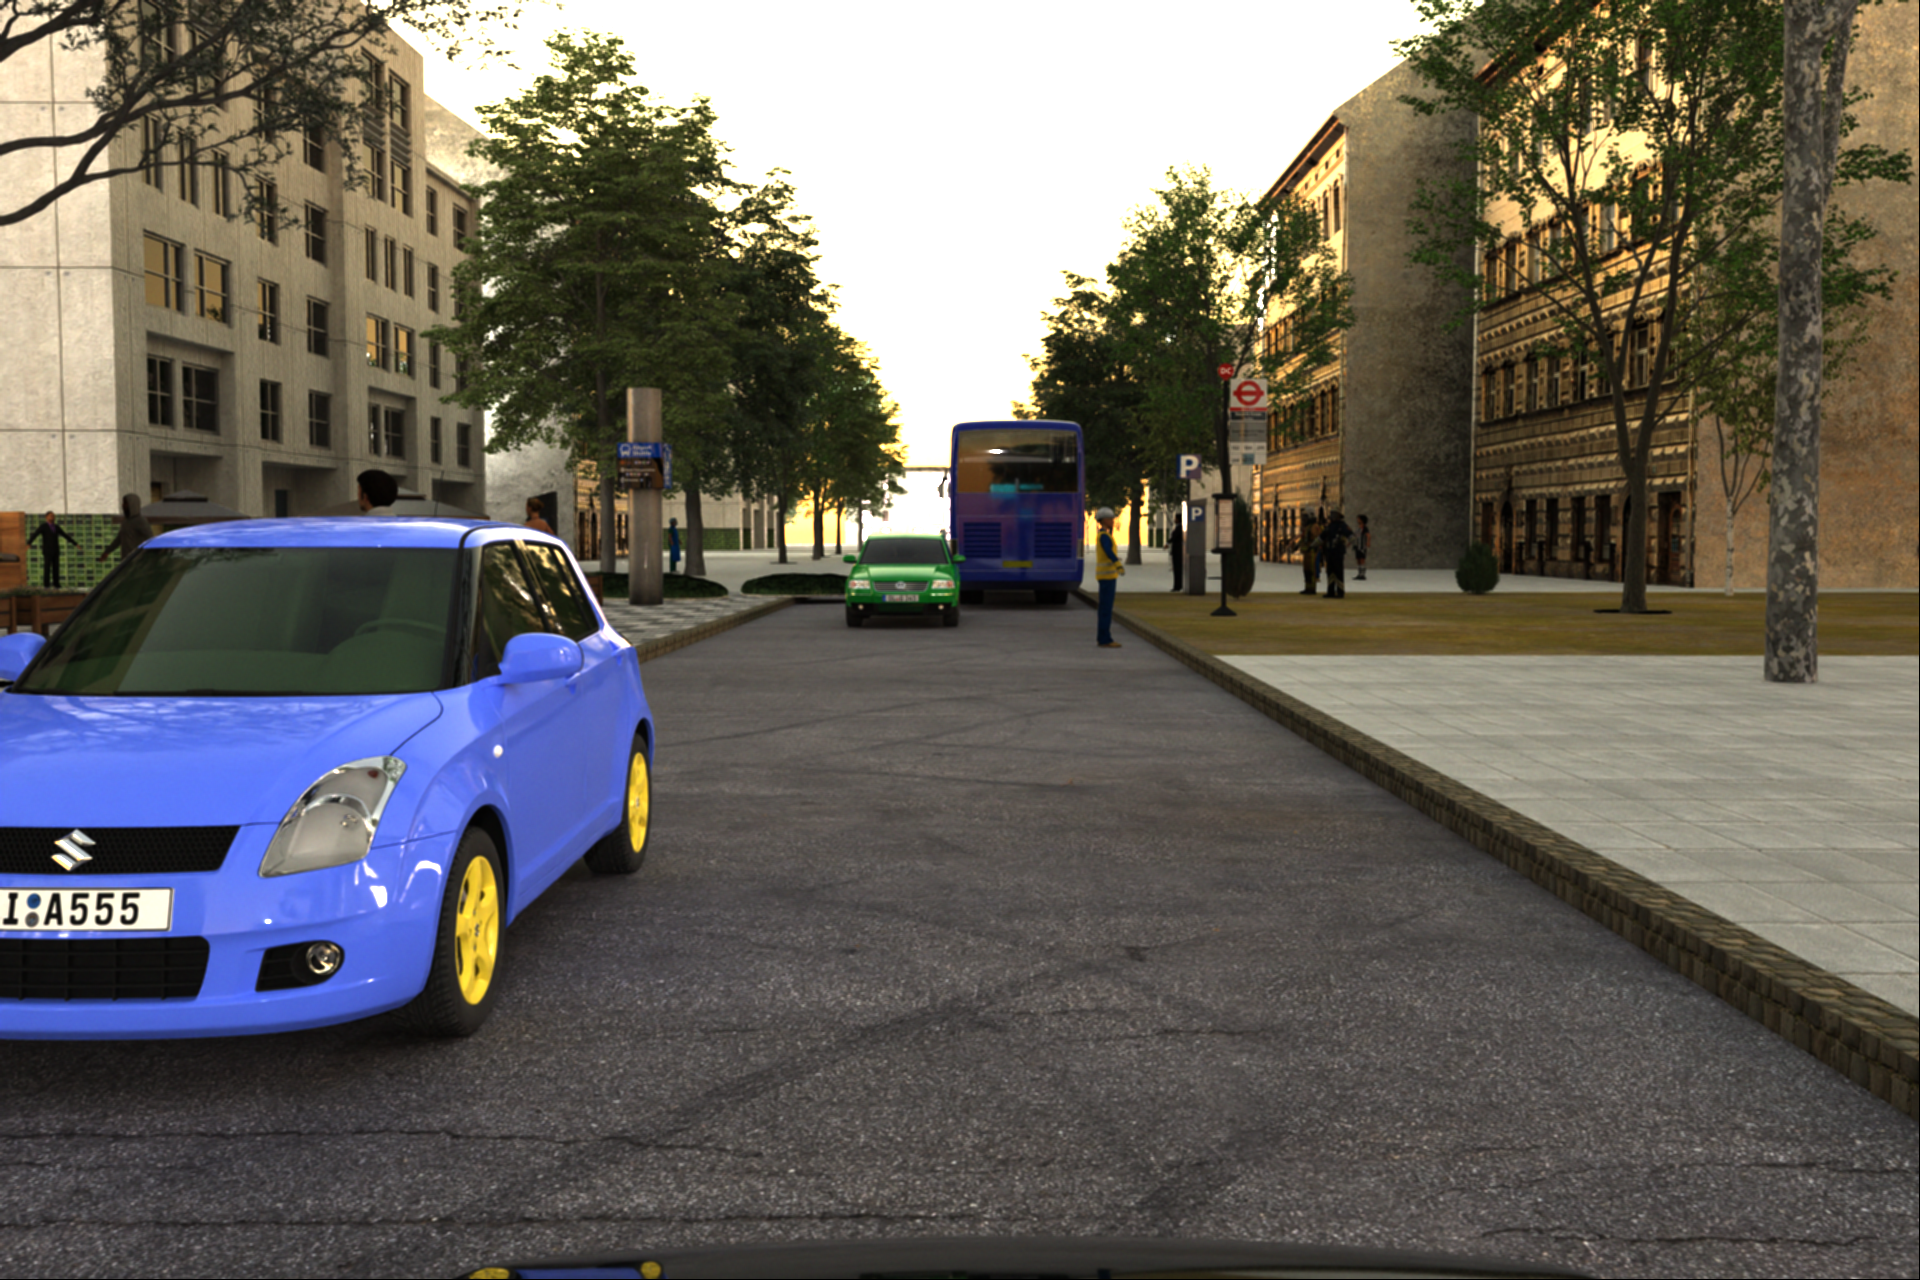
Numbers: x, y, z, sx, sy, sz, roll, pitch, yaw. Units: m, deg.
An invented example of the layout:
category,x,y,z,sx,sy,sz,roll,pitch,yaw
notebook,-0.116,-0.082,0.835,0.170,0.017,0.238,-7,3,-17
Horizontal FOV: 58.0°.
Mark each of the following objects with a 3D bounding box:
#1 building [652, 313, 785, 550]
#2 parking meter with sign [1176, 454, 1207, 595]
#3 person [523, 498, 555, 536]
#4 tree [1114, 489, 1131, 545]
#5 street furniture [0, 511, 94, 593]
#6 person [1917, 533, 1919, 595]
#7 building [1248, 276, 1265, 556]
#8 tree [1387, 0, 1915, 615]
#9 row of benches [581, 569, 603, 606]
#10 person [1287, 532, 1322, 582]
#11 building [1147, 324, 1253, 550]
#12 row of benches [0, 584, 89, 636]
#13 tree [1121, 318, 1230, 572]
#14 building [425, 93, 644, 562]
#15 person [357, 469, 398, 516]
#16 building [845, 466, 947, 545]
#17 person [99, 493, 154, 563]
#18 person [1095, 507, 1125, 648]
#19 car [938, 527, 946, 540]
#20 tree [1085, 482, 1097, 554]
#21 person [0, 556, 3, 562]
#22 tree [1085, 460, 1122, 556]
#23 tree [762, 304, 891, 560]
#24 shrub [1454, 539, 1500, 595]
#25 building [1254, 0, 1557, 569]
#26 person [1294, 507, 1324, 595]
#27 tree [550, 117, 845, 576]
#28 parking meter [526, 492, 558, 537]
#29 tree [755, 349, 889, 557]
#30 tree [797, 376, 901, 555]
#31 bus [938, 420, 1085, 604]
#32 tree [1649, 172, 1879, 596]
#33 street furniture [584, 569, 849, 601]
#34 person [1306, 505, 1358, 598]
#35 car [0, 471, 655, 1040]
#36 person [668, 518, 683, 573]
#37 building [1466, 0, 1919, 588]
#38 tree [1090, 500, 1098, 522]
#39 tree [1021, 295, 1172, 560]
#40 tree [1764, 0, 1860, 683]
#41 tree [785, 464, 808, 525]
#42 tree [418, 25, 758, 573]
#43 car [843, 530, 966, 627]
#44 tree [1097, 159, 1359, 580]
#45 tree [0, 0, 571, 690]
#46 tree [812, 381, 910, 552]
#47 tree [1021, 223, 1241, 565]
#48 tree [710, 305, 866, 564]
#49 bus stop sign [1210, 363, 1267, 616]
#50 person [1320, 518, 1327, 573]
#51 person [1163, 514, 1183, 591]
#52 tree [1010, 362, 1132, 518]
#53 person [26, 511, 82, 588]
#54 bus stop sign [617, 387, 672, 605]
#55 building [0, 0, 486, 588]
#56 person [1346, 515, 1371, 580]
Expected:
category,x,y,z,sx,sy,sz,roll,pitch,yaw
building,-25.652,-17.523,152.961,16.747,18.905,31.486,0,4,1
parking meter with sign,4.974,-2.487,36.924,0.543,3.016,1.738,0,3,0
person,-5.413,-0.915,21.763,0.721,1.733,1.217,2,4,29
tree,19.284,-15.991,211.821,4.737,8.622,4.395,0,3,0
street furniture,-21.306,-1.549,32.181,9.812,1.723,11.010,3,5,44
person,20.199,-1.640,36.083,0.599,1.433,0.991,0,4,4
building,26.760,-16.163,95.186,19.493,23.208,18.063,0,4,1
tree,10.815,-6.231,27.639,9.928,11.665,9.643,0,3,0
row of benches,-7.457,-0.854,29.433,1.422,0.672,4.104,2,4,25
person,9.458,-2.478,46.378,1.347,1.847,0.705,0,4,4
building,26.591,-17.592,154.081,16.747,18.905,31.486,0,4,1
row of benches,-11.494,-0.268,19.839,1.422,0.672,4.104,0,4,6
tree,7.368,-6.664,59.322,4.737,8.622,4.395,0,3,0
building,-26.920,-15.762,88.645,19.493,23.208,18.063,0,4,1
person,-3.431,-0.093,10.162,0.705,1.806,1.347,2,4,24
building,0.215,-16.514,214.606,28.070,9.664,9.099,0,4,5
person,-10.885,-1.017,22.758,1.348,1.813,0.705,3,4,38
person,1.938,-0.801,22.011,0.721,1.772,1.216,0,4,-3
car,-0.462,-5.601,100.247,2.281,1.827,5.304,0,4,0
tree,8.258,-9.869,111.726,4.737,8.622,4.395,0,3,0
person,-13.373,-1.046,23.078,0.705,1.833,1.349,1,4,15
tree,8.295,-9.352,103.265,4.360,8.622,3.978,0,3,0
tree,-6.890,-10.274,86.100,7.486,12.596,7.792,0,3,0
shrub,10.959,-1.563,36.677,1.383,1.207,1.383,0,3,0
building,23.159,-14.684,71.012,19.493,23.208,18.063,0,4,1
person,7.409,-1.898,36.793,0.705,1.858,1.354,0,4,-7
tree,-8.220,-8.948,52.961,9.857,13.997,8.962,0,3,0
parking meter,-5.771,-1.114,23.926,0.399,1.863,0.255,0,4,0
tree,-7.802,-10.398,95.762,9.928,11.665,9.643,0,3,0
tree,-7.447,-11.158,108.188,9.928,11.665,9.643,0,3,0
bus,0.978,-2.856,38.236,2.896,3.916,12.251,0,4,-1
tree,15.992,-5.203,35.428,4.737,8.622,4.395,0,3,0
street furniture,-7.340,-1.296,36.810,10.072,0.657,5.734,1,4,21
person,7.504,-1.768,34.691,0.705,1.856,1.354,-2,4,-34
car,-2.196,0.216,6.064,1.945,1.707,3.694,0,4,0
person,-9.339,-3.091,56.660,0.704,1.817,1.347,0,4,4
building,26.654,-13.365,49.447,19.493,23.208,18.063,0,4,0
tree,17.983,-16.265,216.302,4.737,8.622,4.395,0,3,0
tree,7.675,-10.810,87.118,12.009,13.543,11.850,0,3,0
tree,7.858,-9.618,13.147,12.611,20.169,13.585,0,3,0
tree,-23.067,-18.628,211.220,9.857,13.997,8.962,0,3,0
tree,-8.412,-7.441,39.789,7.486,12.596,7.792,0,3,0
car,-0.887,-1.187,28.207,1.959,1.807,4.718,0,3,0
tree,7.486,-7.538,49.004,9.928,11.665,9.643,0,3,0
tree,-8.565,-6.329,13.851,12.009,13.543,11.850,0,3,0
tree,-7.197,-12.539,123.144,7.486,12.596,7.792,0,3,0
tree,7.324,-10.150,72.606,9.857,13.997,8.962,0,3,0
tree,-7.749,-9.134,75.088,9.928,11.665,9.643,0,3,0
bus stop sign,4.372,-2.352,27.157,0.855,3.939,0.416,0,4,0
person,11.975,-3.112,57.017,1.346,1.812,0.704,1,4,15
person,4.819,-1.963,38.820,0.721,1.740,1.216,2,4,27
tree,8.088,-13.122,121.193,9.857,13.997,8.962,0,3,0
person,-20.808,-2.047,39.687,0.704,1.802,1.346,2,4,28
bus stop sign,-5.720,-2.595,31.449,0.837,3.901,0.837,0,4,1
building,-28.187,-11.601,56.138,16.747,18.905,31.486,0,4,0
person,11.213,-2.591,48.512,0.704,1.843,1.345,-1,4,-13
